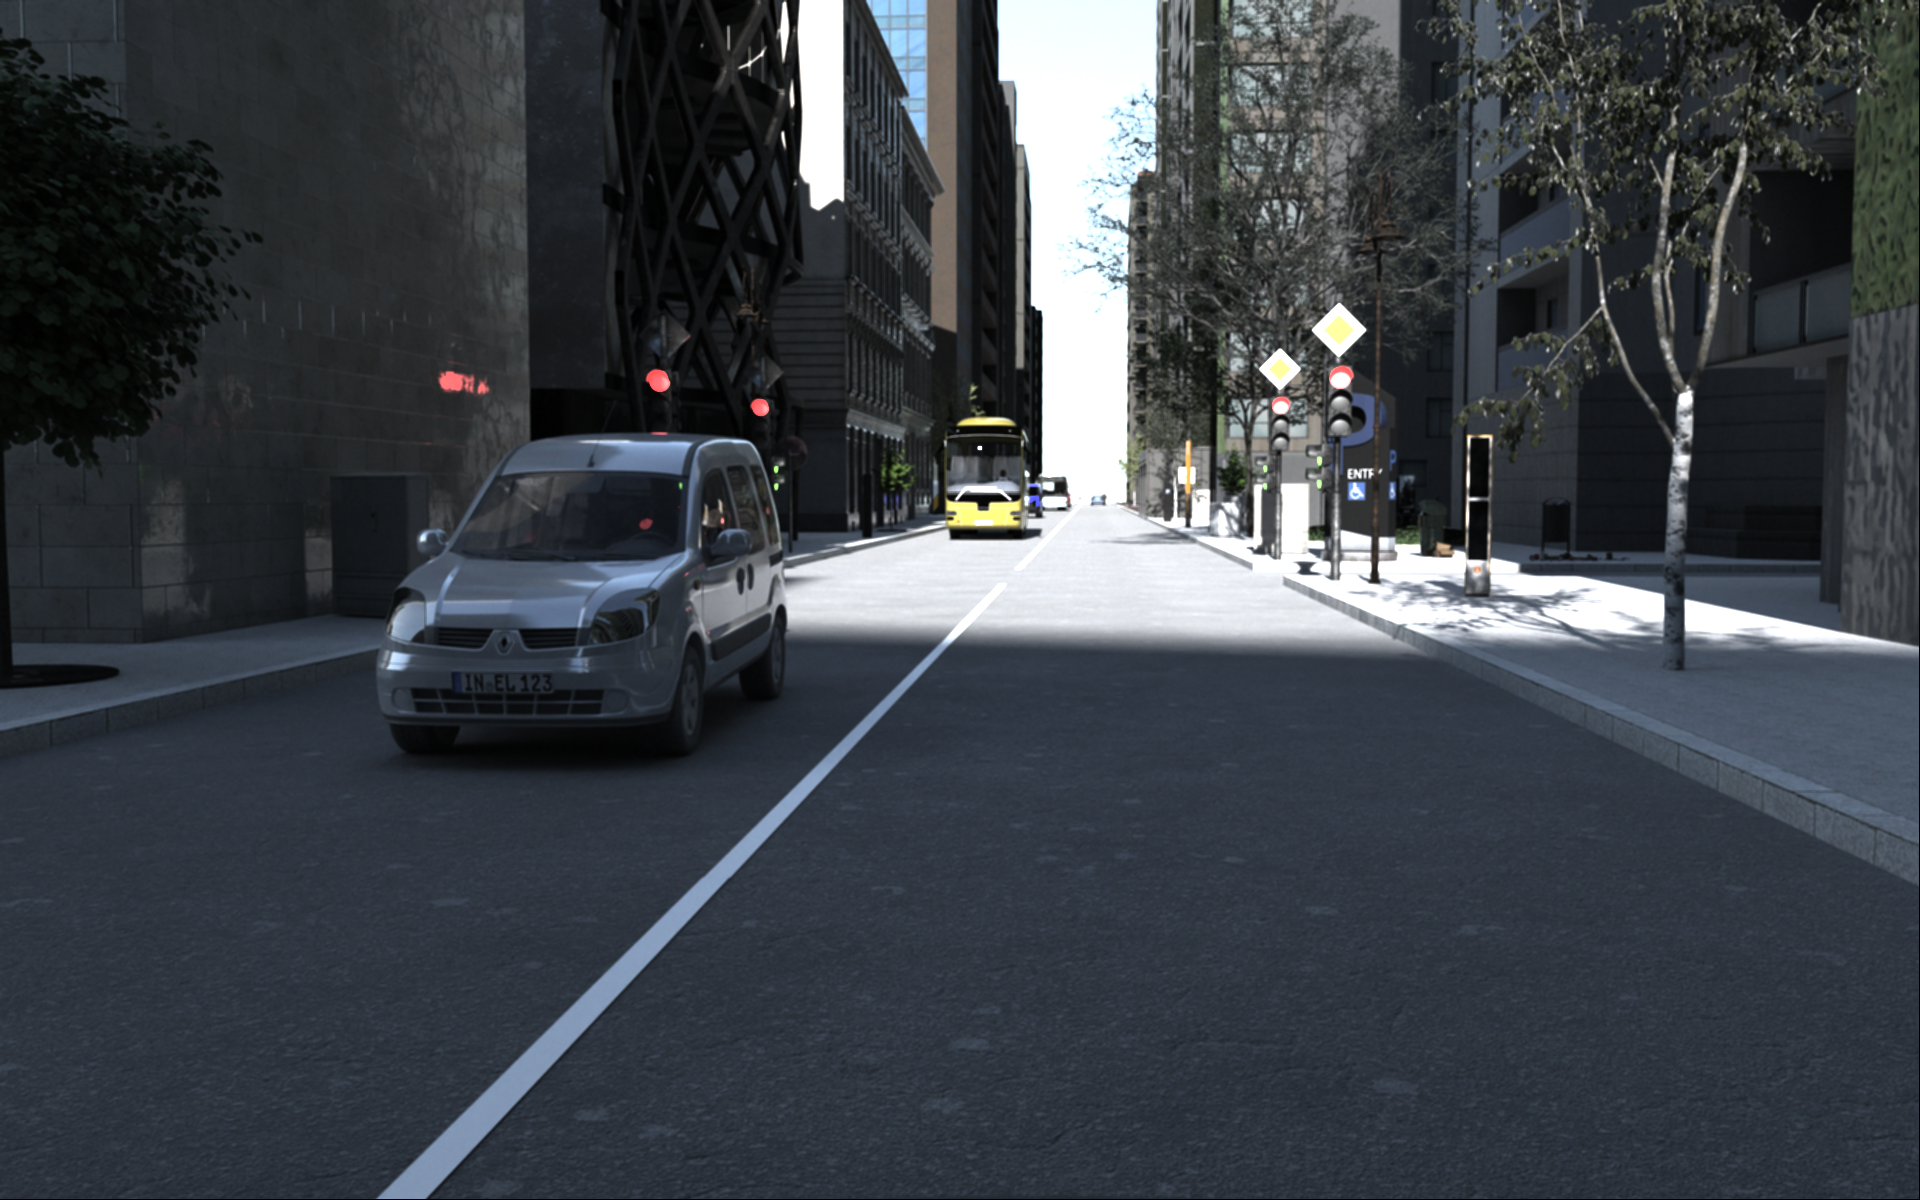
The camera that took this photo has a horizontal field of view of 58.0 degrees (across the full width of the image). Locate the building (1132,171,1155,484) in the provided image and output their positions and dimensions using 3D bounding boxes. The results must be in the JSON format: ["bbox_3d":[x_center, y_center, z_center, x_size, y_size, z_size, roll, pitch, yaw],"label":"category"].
[{"bbox_3d":[34.184,-35.179,229.802,22.147,44.769,28.867,0,4,4],"label":"building"}]

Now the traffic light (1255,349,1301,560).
[{"bbox_3d":[6.160,-2.731,33.580,0.839,4.253,0.868,0,4,4],"label":"traffic light"}]

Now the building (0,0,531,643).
[{"bbox_3d":[-14.995,-10.110,20.047,16.860,20.320,10.420,0,4,4],"label":"building"}]

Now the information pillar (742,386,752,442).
[{"bbox_3d":[-4.564,-2.813,37.340,0.183,3.616,0.504,-2,4,-28],"label":"information pillar"}]

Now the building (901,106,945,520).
[{"bbox_3d":[-7.381,-15.312,86.506,11.583,22.565,21.152,0,4,4],"label":"building"}]

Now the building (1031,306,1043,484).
[{"bbox_3d":[5.341,-29.974,261.773,14.160,30.474,14.107,0,4,4],"label":"building"}]

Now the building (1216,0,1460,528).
[{"bbox_3d":[17.775,-23.752,71.945,14.154,41.232,14.086,0,4,4],"label":"building"}]

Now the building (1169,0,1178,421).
[{"bbox_3d":[29.363,-32.803,125.569,28.713,52.752,27.495,0,4,4],"label":"building"}]

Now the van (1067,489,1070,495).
[{"bbox_3d":[12.231,-12.473,208.321,2.240,2.365,5.245,0,4,6],"label":"van"}]

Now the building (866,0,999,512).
[{"bbox_3d":[-3.858,-30.728,152.520,14.600,45.320,14.200,0,4,4],"label":"building"}]

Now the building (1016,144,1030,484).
[{"bbox_3d":[-1.778,-37.018,228.937,21.300,48.544,21.600,0,4,4],"label":"building"}]

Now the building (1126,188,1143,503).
[{"bbox_3d":[35.507,-38.626,255.232,21.300,48.544,21.600,0,4,4],"label":"building"}]

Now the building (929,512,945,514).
[{"bbox_3d":[-6.553,-28.522,116.450,14.600,45.320,14.200,0,4,4],"label":"building"}]

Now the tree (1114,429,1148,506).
[{"bbox_3d":[19.274,-14.877,193.605,4.737,8.622,4.395,0,3,0],"label":"tree"}]

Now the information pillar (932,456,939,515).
[{"bbox_3d":[-1.480,-7.045,106.546,0.183,3.616,0.504,-3,4,-37],"label":"information pillar"}]

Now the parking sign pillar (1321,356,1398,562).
[{"bbox_3d":[7.720,-2.745,33.357,1.447,3.967,1.447,2,4,35],"label":"parking sign pillar"}]

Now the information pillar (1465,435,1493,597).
[{"bbox_3d":[6.498,-1.052,21.688,0.304,2.012,0.304,1,4,19],"label":"information pillar"}]

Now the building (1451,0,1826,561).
[{"bbox_3d":[28.034,-30.476,40.288,28.212,58.520,21.231,0,4,4],"label":"building"}]

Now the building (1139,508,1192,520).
[{"bbox_3d":[20.672,-40.241,96.185,20.563,71.187,20.611,0,4,4],"label":"building"}]

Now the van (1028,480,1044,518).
[{"bbox_3d":[3.970,-6.113,104.335,2.240,2.365,5.245,0,4,5],"label":"van"}]

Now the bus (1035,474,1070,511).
[{"bbox_3d":[8.079,-9.659,152.788,2.948,3.499,13.247,0,4,2],"label":"bus"}]

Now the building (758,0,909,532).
[{"bbox_3d":[-7.761,-13.304,66.677,9.793,20.994,18.267,0,4,4],"label":"building"}]

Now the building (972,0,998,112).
[{"bbox_3d":[-8.282,-31.235,134.400,21.300,48.544,21.600,0,4,4],"label":"building"}]

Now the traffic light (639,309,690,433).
[{"bbox_3d":[-4.477,-2.290,26.359,0.839,4.253,0.868,0,4,4],"label":"traffic light"}]

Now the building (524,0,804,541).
[{"bbox_3d":[-12.676,-10.796,43.960,16.820,18.784,16.811,0,4,4],"label":"building"}]

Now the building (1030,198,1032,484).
[{"bbox_3d":[3.056,-36.499,246.865,14.600,45.320,14.200,0,4,4],"label":"building"}]

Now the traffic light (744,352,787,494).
[{"bbox_3d":[-3.874,-2.777,34.321,0.839,4.253,0.868,0,4,4],"label":"traffic light"}]

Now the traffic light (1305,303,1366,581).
[{"bbox_3d":[5.557,-2.244,25.618,0.839,4.253,0.868,0,4,4],"label":"traffic light"}]

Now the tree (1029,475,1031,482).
[{"bbox_3d":[5.700,-11.891,178.135,4.285,4.588,4.351,0,3,0],"label":"tree"}]

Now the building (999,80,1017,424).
[{"bbox_3d":[-1.875,-29.545,166.652,14.154,41.232,14.086,0,4,4],"label":"building"}]

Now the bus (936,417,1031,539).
[{"bbox_3d":[1.019,-4.121,58.928,2.896,3.916,12.252,0,4,3],"label":"bus"}]

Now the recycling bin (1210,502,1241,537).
[{"bbox_3d":[7.971,-2.413,52.009,0.722,1.027,0.722,-1,4,-17],"label":"recycling bin"}]

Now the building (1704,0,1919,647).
[{"bbox_3d":[15.296,-20.330,15.987,14.154,41.232,14.086,0,4,4],"label":"building"}]

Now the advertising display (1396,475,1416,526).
[{"bbox_3d":[14.772,-3.194,57.434,0.974,1.923,0.123,-3,5,-42],"label":"advertising display"}]

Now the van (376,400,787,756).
[{"bbox_3d":[-2.185,-0.234,10.838,2.013,2.044,4.112,0,4,4],"label":"van"}]
